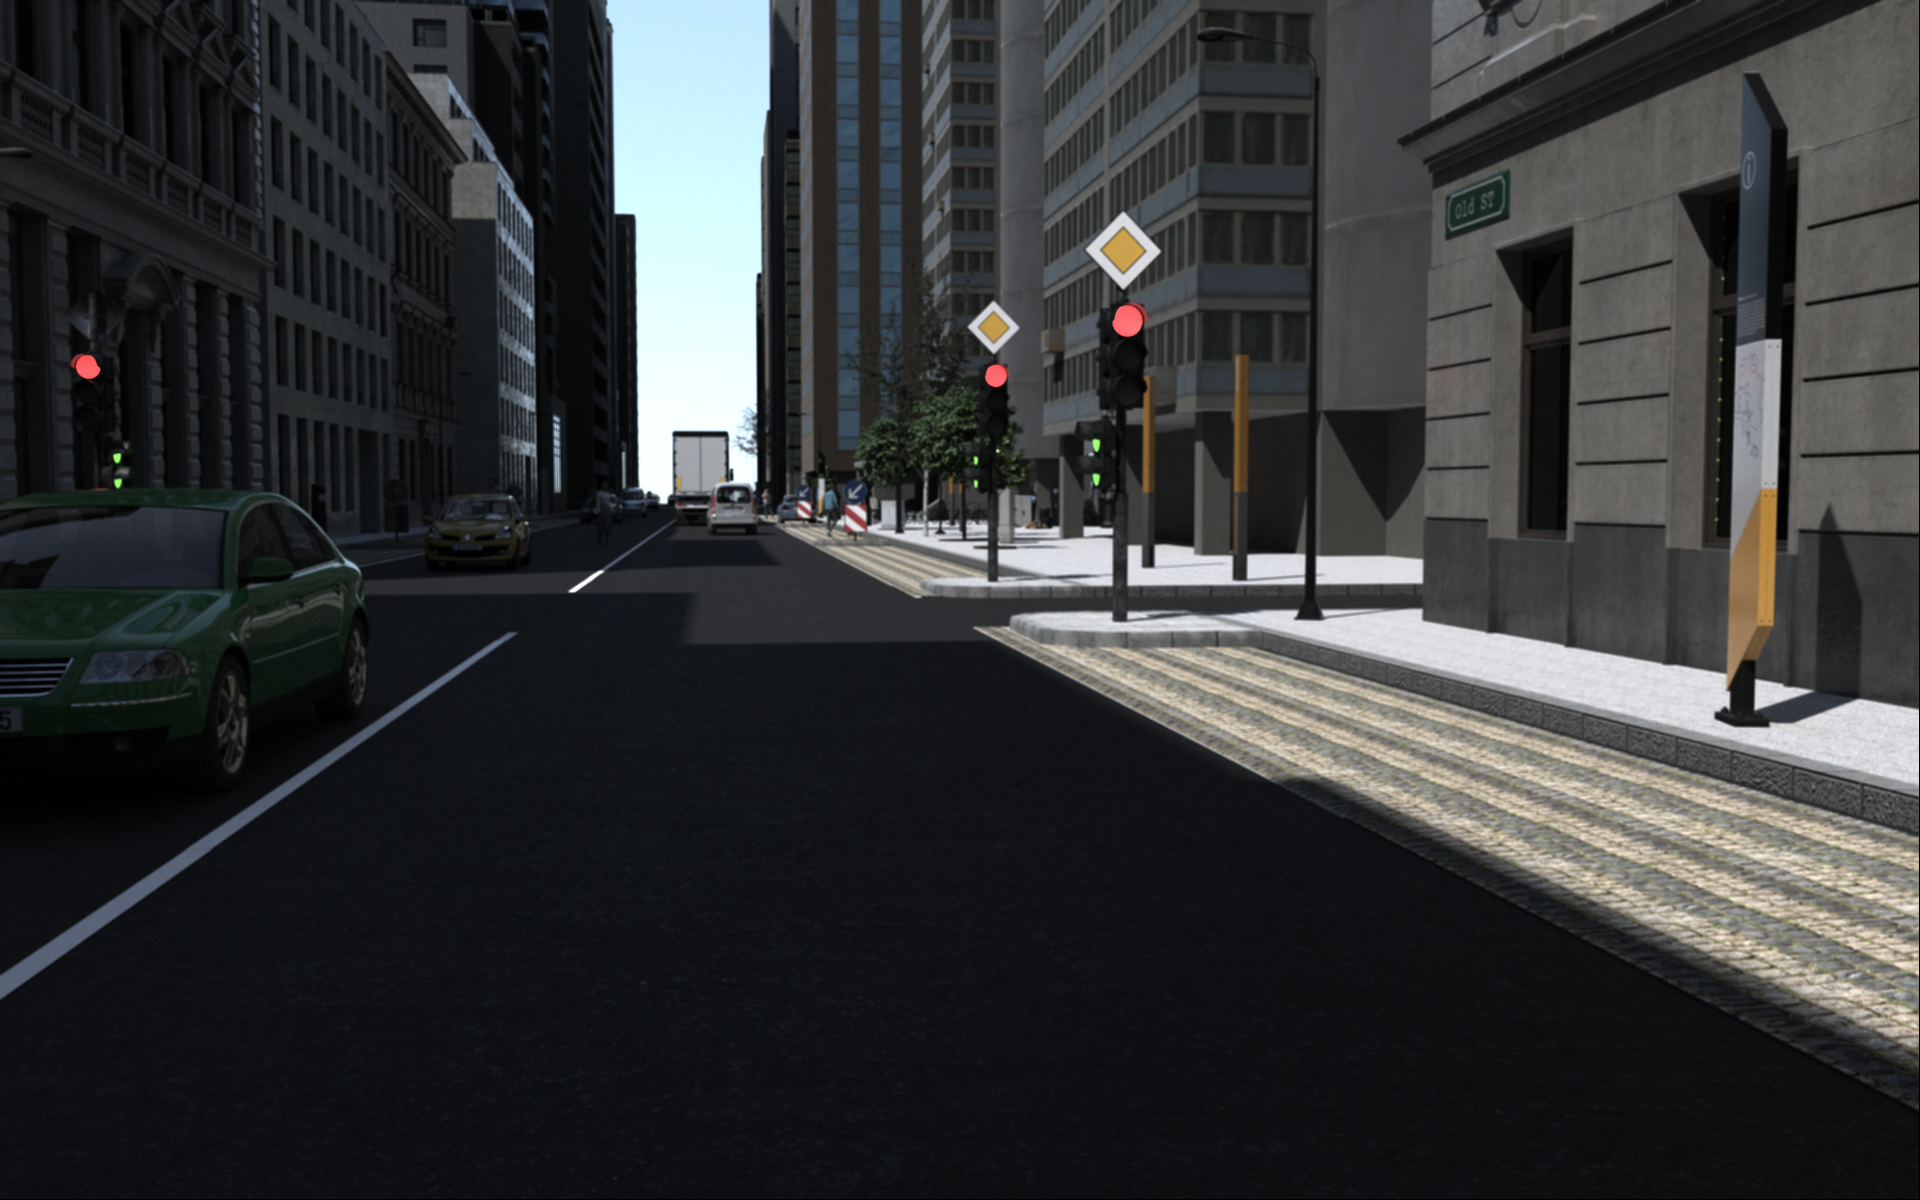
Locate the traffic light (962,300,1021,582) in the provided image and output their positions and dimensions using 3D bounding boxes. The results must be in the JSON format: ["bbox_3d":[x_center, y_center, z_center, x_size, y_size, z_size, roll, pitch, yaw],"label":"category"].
[{"bbox_3d":[0.462,-2.220,25.216,0.839,4.253,0.868,0,4,-8],"label":"traffic light"}]

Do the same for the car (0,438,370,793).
[{"bbox_3d":[-4.550,-0.049,9.603,1.959,1.807,4.718,0,4,-7],"label":"car"}]

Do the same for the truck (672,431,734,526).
[{"bbox_3d":[-12.208,-5.713,82.325,2.839,4.237,11.283,0,4,-7],"label":"truck"}]

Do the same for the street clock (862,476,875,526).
[{"bbox_3d":[-3.680,-3.989,69.794,0.471,2.002,0.358,1,4,12],"label":"street clock"}]

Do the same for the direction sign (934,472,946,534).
[{"bbox_3d":[-0.635,-3.900,55.756,0.876,3.537,0.379,3,4,36],"label":"direction sign"}]

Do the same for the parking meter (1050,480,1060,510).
[{"bbox_3d":[3.962,-4.063,72.147,0.399,1.863,0.255,0,4,0],"label":"parking meter"}]

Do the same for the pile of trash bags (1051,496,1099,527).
[{"bbox_3d":[5.240,-3.622,68.965,3.447,1.369,1.912,1,4,10],"label":"pile of trash bags"}]

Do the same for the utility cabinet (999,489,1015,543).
[{"bbox_3d":[1.210,-2.238,45.274,0.318,1.500,1.173,0,4,8],"label":"utility cabinet"}]

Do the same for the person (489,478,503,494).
[{"bbox_3d":[-10.652,-1.906,39.792,0.853,1.813,0.709,-2,4,-30],"label":"person"}]

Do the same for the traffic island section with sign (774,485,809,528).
[{"bbox_3d":[-6.871,-4.038,74.646,1.989,1.847,2.006,0,4,-8],"label":"traffic island section with sign"}]

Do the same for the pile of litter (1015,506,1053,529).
[{"bbox_3d":[2.905,-3.079,64.315,1.176,0.858,1.719,2,4,26],"label":"pile of litter"}]

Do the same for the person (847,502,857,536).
[{"bbox_3d":[-3.659,-3.123,59.364,0.447,1.846,0.655,-1,4,-8],"label":"person"}]

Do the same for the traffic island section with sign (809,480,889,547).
[{"bbox_3d":[-3.063,-2.406,47.960,1.989,1.847,2.006,0,4,-8],"label":"traffic island section with sign"}]

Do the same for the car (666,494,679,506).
[{"bbox_3d":[-35.975,-12.753,218.295,2.009,1.686,4.222,-1,4,-9],"label":"car"}]

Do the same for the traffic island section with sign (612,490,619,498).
[{"bbox_3d":[-29.680,-8.607,149.347,1.989,1.847,2.006,0,4,-8],"label":"traffic island section with sign"}]

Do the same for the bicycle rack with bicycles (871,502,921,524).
[{"bbox_3d":[-2.860,-3.765,74.938,2.925,0.926,2.852,-1,4,-16],"label":"bicycle rack with bicycles"}]

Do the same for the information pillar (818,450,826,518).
[{"bbox_3d":[-7.357,-6.171,92.249,0.183,3.616,0.504,-3,5,-45],"label":"information pillar"}]

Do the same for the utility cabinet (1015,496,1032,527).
[{"bbox_3d":[2.309,-3.491,68.245,1.020,1.237,0.306,0,4,-2],"label":"utility cabinet"}]

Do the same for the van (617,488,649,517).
[{"bbox_3d":[-20.851,-6.322,110.375,2.013,2.044,4.112,-1,4,-10],"label":"van"}]

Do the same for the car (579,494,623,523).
[{"bbox_3d":[-17.777,-4.536,85.963,2.131,1.459,4.920,0,4,-7],"label":"car"}]

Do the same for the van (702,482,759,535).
[{"bbox_3d":[-8.187,-3.364,62.014,2.013,2.044,4.112,-1,4,-10],"label":"van"}]

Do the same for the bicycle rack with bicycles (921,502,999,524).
[{"bbox_3d":[0.385,-3.708,74.003,2.852,0.926,2.925,-2,4,-28],"label":"bicycle rack with bicycles"}]

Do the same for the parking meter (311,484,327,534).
[{"bbox_3d":[-16.657,-2.239,45.023,0.372,1.533,0.369,0,3,0],"label":"parking meter"}]

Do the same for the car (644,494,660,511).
[{"bbox_3d":[-26.932,-8.422,149.502,2.131,1.459,4.920,0,4,-8],"label":"car"}]

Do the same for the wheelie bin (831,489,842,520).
[{"bbox_3d":[-6.217,-4.782,86.096,0.693,1.594,0.980,0,4,1],"label":"wheelie bin"}]

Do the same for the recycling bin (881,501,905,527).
[{"bbox_3d":[-2.584,-3.324,66.895,0.722,1.027,0.722,1,4,21],"label":"recycling bin"}]

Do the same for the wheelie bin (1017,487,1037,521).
[{"bbox_3d":[2.876,-4.073,74.501,0.980,1.594,0.693,2,4,29],"label":"wheelie bin"}]

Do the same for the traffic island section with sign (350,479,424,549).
[{"bbox_3d":[-14.871,-2.262,45.613,1.989,1.847,2.006,0,4,-8],"label":"traffic island section with sign"}]

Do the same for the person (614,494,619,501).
[{"bbox_3d":[-25.988,-7.254,130.364,0.557,1.426,1.065,3,5,44],"label":"person"}]

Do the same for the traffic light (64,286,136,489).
[{"bbox_3d":[-11.675,-2.113,23.474,0.839,4.253,0.868,0,4,-8],"label":"traffic light"}]

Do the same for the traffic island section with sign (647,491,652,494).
[{"bbox_3d":[-41.264,-13.575,230.570,1.989,1.847,2.006,0,4,-8],"label":"traffic island section with sign"}]

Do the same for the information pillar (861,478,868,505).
[{"bbox_3d":[-4.304,-4.539,78.712,0.304,2.012,0.304,-2,4,-35],"label":"information pillar"}]

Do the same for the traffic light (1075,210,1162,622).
[{"bbox_3d":[1.590,-1.736,17.310,0.839,4.253,0.868,0,4,-8],"label":"traffic light"}]

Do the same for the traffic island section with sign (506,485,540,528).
[{"bbox_3d":[-18.775,-3.935,72.963,1.989,1.847,2.006,0,4,-8],"label":"traffic island section with sign"}]

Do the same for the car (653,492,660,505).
[{"bbox_3d":[-41.838,-13.862,236.228,1.945,1.707,3.694,-1,4,-8],"label":"car"}]

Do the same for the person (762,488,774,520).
[{"bbox_3d":[-10.363,-5.181,93.797,0.643,1.750,0.593,3,5,43],"label":"person"}]

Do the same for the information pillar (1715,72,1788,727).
[{"bbox_3d":[4.366,-1.110,9.502,0.183,3.616,0.504,0,4,6],"label":"information pillar"}]

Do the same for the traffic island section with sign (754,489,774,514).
[{"bbox_3d":[-13.959,-7.073,124.270,1.989,1.847,2.006,0,4,-8],"label":"traffic island section with sign"}]

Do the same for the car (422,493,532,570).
[{"bbox_3d":[-9.384,-1.445,33.845,2.015,1.641,3.980,-1,4,-9],"label":"car"}]

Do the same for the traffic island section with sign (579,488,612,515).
[{"bbox_3d":[-25.803,-6.945,122.179,1.989,1.847,2.006,0,4,-8],"label":"traffic island section with sign"}]

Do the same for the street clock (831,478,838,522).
[{"bbox_3d":[-5.818,-4.614,80.016,0.358,2.002,0.471,-1,4,-10],"label":"street clock"}]

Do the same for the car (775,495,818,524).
[{"bbox_3d":[-7.710,-4.274,81.875,2.014,1.417,4.499,0,4,-8],"label":"car"}]

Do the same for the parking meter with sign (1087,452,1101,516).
[{"bbox_3d":[5.735,-4.714,73.338,0.543,3.016,1.738,1,4,12],"label":"parking meter with sign"}]

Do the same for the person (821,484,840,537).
[{"bbox_3d":[-4.344,-3.005,57.972,0.601,1.785,0.444,3,5,43],"label":"person"}]

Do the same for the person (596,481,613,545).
[{"bbox_3d":[-10.182,-2.487,49.384,0.478,1.798,0.641,-2,4,-31],"label":"person"}]
